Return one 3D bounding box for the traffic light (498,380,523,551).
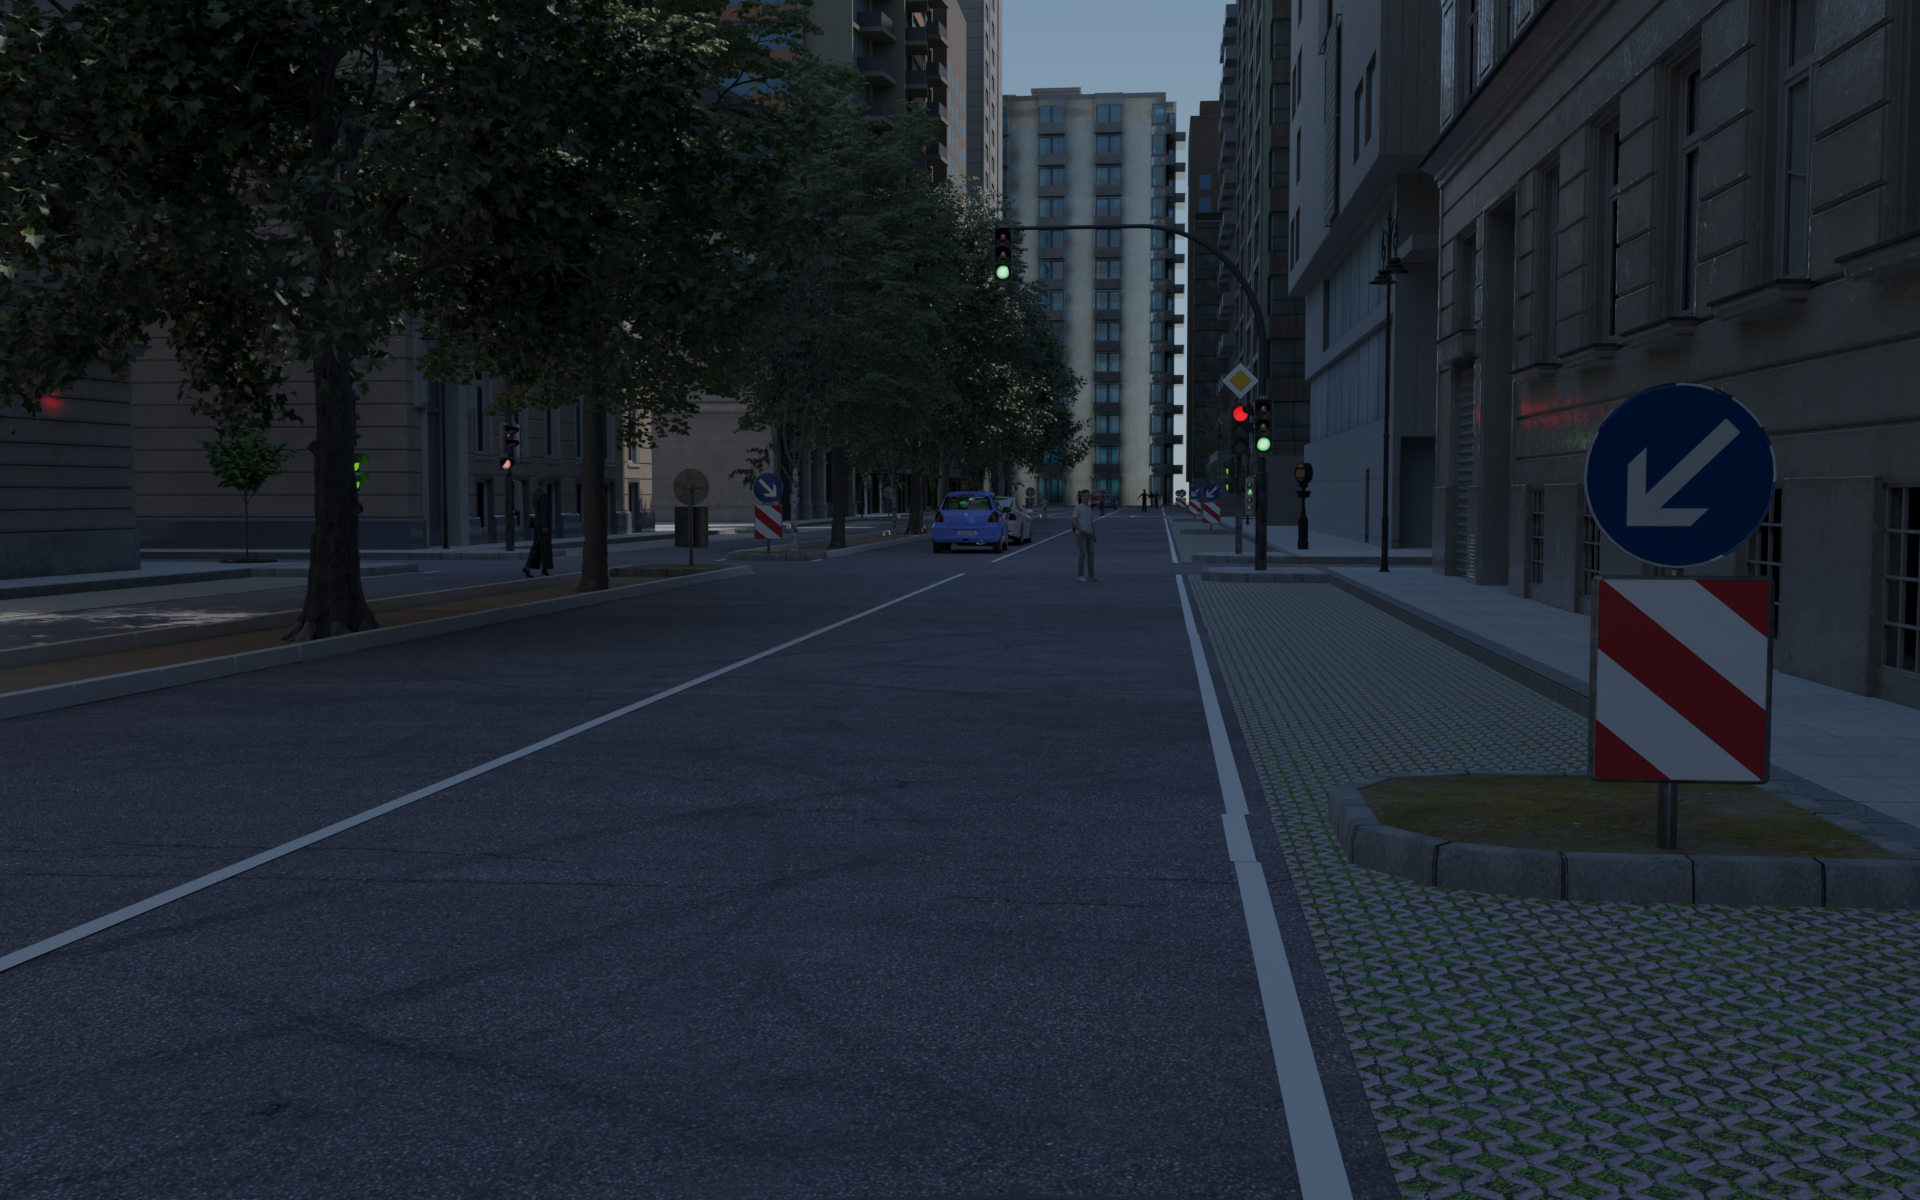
[{"bbox_3d":[-8.015,-3.912,38.635,4.771,5.953,1.251,0,4,7],"label":"traffic light"}]

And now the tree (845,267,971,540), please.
[{"bbox_3d":[-1.986,-6.080,52.231,4.737,8.622,4.395,0,3,0],"label":"tree"}]

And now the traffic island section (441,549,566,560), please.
[{"bbox_3d":[-10.141,-1.021,38.978,2.009,0.180,2.903,0,4,7],"label":"traffic island section"}]

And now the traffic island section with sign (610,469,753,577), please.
[{"bbox_3d":[-4.912,-1.372,30.577,2.006,1.907,1.989,0,4,7],"label":"traffic island section with sign"}]

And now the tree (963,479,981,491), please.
[{"bbox_3d":[1.322,-10.219,161.676,1.663,3.219,1.824,0,3,0],"label":"tree"}]

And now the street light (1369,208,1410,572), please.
[{"bbox_3d":[6.998,-3.400,28.376,0.468,5.910,1.993,0,4,7],"label":"street light"}]

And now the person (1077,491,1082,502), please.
[{"bbox_3d":[10.903,-9.075,157.611,0.721,1.736,1.217,1,4,21],"label":"person"}]

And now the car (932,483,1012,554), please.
[{"bbox_3d":[0.290,-2.046,43.042,1.945,1.707,3.694,0,4,5],"label":"car"}]

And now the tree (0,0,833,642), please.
[{"bbox_3d":[-6.132,-5.954,16.821,9.611,12.733,9.660,0,3,0],"label":"tree"}]

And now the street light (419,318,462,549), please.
[{"bbox_3d":[-12.018,-4.130,40.307,0.468,5.910,1.993,0,4,7],"label":"street light"}]

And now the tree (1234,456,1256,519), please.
[{"bbox_3d":[14.526,-5.772,88.981,1.663,3.219,1.824,0,3,0],"label":"tree"}]

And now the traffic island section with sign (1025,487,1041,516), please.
[{"bbox_3d":[4.518,-6.388,112.584,2.006,1.907,1.989,0,4,7],"label":"traffic island section with sign"}]

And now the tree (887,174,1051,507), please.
[{"bbox_3d":[-0.699,-9.837,69.952,9.857,13.997,8.962,0,3,0],"label":"tree"}]

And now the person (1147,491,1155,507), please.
[{"bbox_3d":[21.152,-11.188,191.440,0.705,1.821,1.348,-2,4,-29],"label":"person"}]

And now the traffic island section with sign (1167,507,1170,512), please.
[{"bbox_3d":[17.645,-7.936,138.386,1.989,1.847,2.006,0,4,7],"label":"traffic island section with sign"}]

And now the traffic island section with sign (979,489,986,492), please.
[{"bbox_3d":[1.818,-8.037,140.035,1.989,1.847,2.006,0,4,7],"label":"traffic island section with sign"}]

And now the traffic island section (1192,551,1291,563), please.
[{"bbox_3d":[5.993,-0.908,37.124,2.009,0.180,2.903,0,4,7],"label":"traffic island section"}]

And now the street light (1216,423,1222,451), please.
[{"bbox_3d":[16.520,-8.425,110.532,0.468,5.910,1.993,0,4,7],"label":"street light"}]

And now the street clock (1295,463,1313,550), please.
[{"bbox_3d":[7.949,-2.171,40.074,0.358,2.002,0.471,-1,4,-19],"label":"street clock"}]

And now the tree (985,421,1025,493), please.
[{"bbox_3d":[1.602,-8.129,85.727,4.737,8.622,4.395,0,3,0],"label":"tree"}]

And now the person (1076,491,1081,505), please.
[{"bbox_3d":[10.449,-8.653,150.662,0.721,1.739,1.217,-2,4,-32],"label":"person"}]

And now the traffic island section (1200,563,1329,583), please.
[{"bbox_3d":[5.081,-0.423,29.191,2.009,0.180,2.903,0,4,7],"label":"traffic island section"}]

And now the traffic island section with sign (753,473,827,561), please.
[{"bbox_3d":[-4.056,-1.823,37.934,2.006,1.907,1.989,0,4,7],"label":"traffic island section with sign"}]

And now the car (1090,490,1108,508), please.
[{"bbox_3d":[14.594,-10.471,179.878,2.281,1.827,5.304,0,4,5],"label":"car"}]

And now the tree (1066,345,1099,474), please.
[{"bbox_3d":[2.586,-10.618,93.068,9.611,12.733,9.660,0,3,0],"label":"tree"}]

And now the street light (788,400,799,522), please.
[{"bbox_3d":[-7.627,-6.464,78.467,0.468,5.910,1.993,0,4,7],"label":"street light"}]

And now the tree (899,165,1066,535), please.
[{"bbox_3d":[-1.521,-8.608,60.205,9.611,12.733,9.660,0,3,0],"label":"tree"}]

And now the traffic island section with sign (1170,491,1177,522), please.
[{"bbox_3d":[12.090,-4.979,90.039,1.989,1.847,2.006,0,4,7],"label":"traffic island section with sign"}]

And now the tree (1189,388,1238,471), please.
[{"bbox_3d":[17.980,-10.307,118.877,4.360,8.622,3.978,0,3,0],"label":"tree"}]

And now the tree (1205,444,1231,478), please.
[{"bbox_3d":[17.788,-7.975,114.101,4.285,4.588,4.351,0,3,0],"label":"tree"}]

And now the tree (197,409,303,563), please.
[{"bbox_3d":[-13.525,-2.320,32.529,1.663,3.219,1.824,0,3,0],"label":"tree"}]

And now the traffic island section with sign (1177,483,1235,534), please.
[{"bbox_3d":[8.879,-3.268,62.054,1.989,1.847,2.006,0,4,7],"label":"traffic island section with sign"}]

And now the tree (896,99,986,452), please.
[{"bbox_3d":[-3.245,-7.629,45.320,7.486,12.596,7.792,0,3,0],"label":"tree"}]

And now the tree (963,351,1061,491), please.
[{"bbox_3d":[0.506,-8.723,79.495,8.767,10.594,7.601,0,4,7],"label":"tree"}]

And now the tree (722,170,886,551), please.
[{"bbox_3d":[-3.765,-5.298,39.448,4.360,8.622,3.978,0,3,0],"label":"tree"}]

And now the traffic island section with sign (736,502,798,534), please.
[{"bbox_3d":[-6.993,-3.349,63.382,1.989,1.847,2.006,0,4,7],"label":"traffic island section with sign"}]

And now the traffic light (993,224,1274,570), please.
[{"bbox_3d":[2.954,-3.334,29.179,4.771,5.953,1.251,0,4,7],"label":"traffic light"}]

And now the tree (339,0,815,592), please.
[{"bbox_3d":[-5.409,-6.413,25.432,7.486,12.596,7.792,0,3,0],"label":"tree"}]

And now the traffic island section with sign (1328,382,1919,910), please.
[{"bbox_3d":[2.544,0.102,6.959,1.989,1.847,2.006,0,4,7],"label":"traffic island section with sign"}]

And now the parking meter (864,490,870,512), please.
[{"bbox_3d":[-6.045,-6.389,112.876,0.372,1.533,0.369,0,3,0],"label":"parking meter"}]

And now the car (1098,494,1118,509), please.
[{"bbox_3d":[13.915,-9.233,162.969,2.014,1.417,4.499,0,4,7],"label":"car"}]

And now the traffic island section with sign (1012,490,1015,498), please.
[{"bbox_3d":[5.005,-9.734,167.781,1.989,1.847,2.006,0,4,7],"label":"traffic island section with sign"}]

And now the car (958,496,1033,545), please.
[{"bbox_3d":[1.013,-2.287,49.750,2.083,1.381,4.827,0,4,7],"label":"car"}]

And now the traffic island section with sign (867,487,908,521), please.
[{"bbox_3d":[-3.773,-5.068,91.494,1.989,1.847,2.006,0,4,7],"label":"traffic island section with sign"}]

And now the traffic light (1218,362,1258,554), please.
[{"bbox_3d":[5.955,-2.942,37.015,0.839,4.253,0.868,0,4,7],"label":"traffic light"}]

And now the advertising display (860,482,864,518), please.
[{"bbox_3d":[-5.321,-5.427,93.941,0.123,1.923,0.974,0,4,-7],"label":"advertising display"}]

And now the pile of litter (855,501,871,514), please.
[{"bbox_3d":[-6.405,-5.841,109.472,1.719,0.858,1.176,1,4,17],"label":"pile of litter"}]

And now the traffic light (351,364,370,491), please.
[{"bbox_3d":[-11.015,-2.568,30.905,0.839,4.253,0.868,0,4,7],"label":"traffic light"}]

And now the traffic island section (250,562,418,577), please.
[{"bbox_3d":[-11.054,-0.536,31.045,2.009,0.180,2.903,0,4,7],"label":"traffic island section"}]

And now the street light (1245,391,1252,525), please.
[{"bbox_3d":[12.090,-6.106,72.624,0.468,5.910,1.993,0,4,7],"label":"street light"}]
